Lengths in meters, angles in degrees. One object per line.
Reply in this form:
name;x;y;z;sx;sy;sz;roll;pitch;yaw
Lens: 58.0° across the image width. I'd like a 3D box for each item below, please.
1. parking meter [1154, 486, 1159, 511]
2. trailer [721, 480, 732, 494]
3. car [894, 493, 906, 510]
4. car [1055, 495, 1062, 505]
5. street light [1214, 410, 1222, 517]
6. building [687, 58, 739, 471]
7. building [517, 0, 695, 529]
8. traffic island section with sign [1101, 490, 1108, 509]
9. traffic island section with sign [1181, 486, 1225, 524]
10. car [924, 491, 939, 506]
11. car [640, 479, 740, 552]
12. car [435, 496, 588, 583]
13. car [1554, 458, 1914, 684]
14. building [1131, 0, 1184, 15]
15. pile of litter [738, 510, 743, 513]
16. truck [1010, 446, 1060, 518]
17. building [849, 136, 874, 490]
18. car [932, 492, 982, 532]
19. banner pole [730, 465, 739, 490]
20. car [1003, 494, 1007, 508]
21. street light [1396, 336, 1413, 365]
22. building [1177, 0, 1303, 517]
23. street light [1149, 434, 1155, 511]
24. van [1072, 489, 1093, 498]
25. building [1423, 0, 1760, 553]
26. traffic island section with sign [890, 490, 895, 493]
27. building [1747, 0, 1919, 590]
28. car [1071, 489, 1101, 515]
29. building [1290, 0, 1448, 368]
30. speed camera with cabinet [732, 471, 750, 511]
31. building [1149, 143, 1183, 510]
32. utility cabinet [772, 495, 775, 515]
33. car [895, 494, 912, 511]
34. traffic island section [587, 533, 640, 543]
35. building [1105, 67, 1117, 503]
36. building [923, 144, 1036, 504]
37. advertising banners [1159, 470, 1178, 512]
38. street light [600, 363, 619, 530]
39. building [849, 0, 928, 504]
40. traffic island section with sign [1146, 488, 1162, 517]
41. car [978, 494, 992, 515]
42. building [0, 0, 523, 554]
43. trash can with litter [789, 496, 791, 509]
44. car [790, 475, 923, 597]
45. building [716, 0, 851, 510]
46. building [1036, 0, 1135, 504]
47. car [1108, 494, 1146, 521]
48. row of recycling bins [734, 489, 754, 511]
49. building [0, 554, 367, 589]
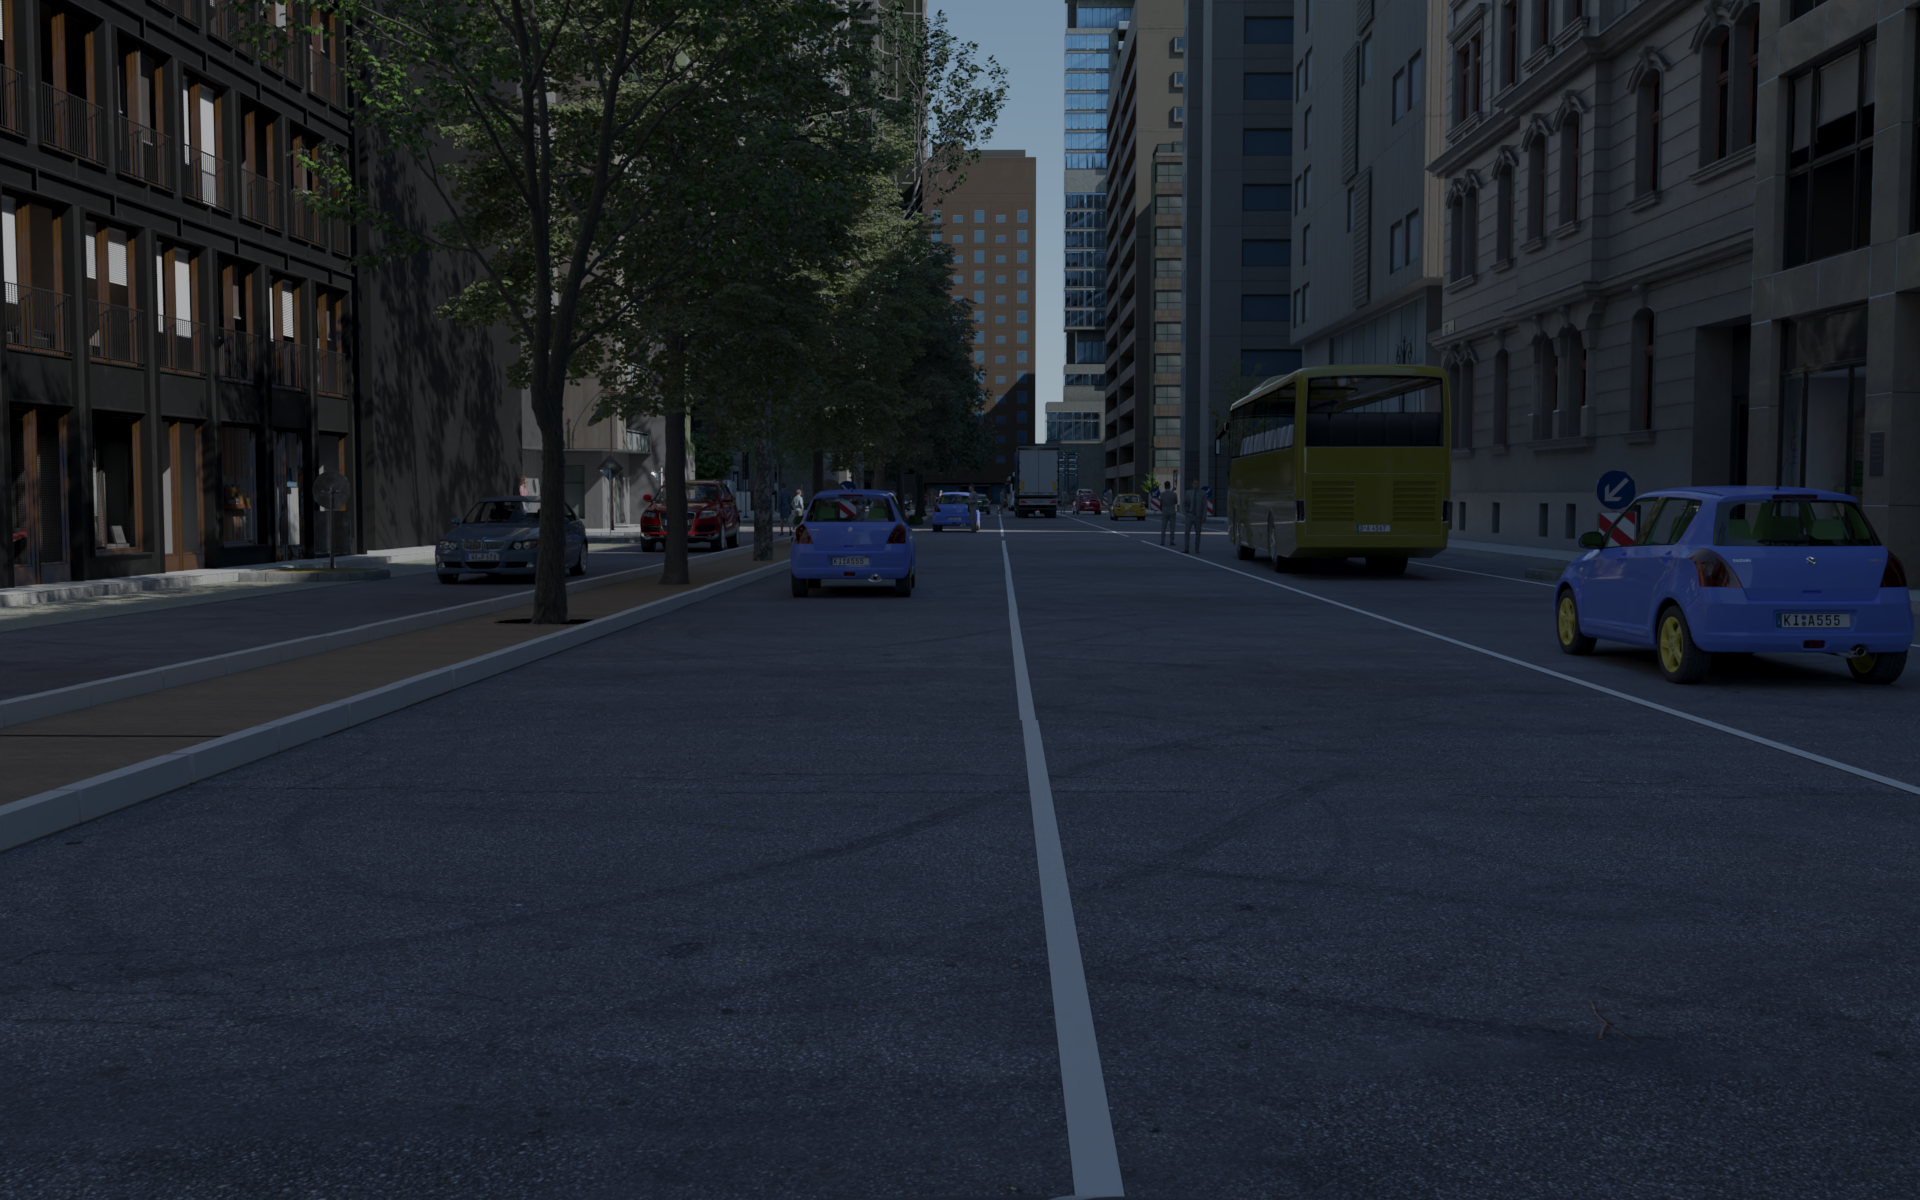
parking meter;14.646;-7.558;129.286;0.399;1.863;0.255;0;4;-4
trailer;-9.894;-3.786;68.945;1.471;1.999;3.904;0;4;3
car;-5.675;-8.904;155.163;1.945;1.707;3.694;0;4;0
car;11.580;-11.685;203.633;1.945;1.354;3.894;0;4;3
street light;14.138;-7.514;95.643;0.468;5.910;1.993;0;4;1
building;-27.987;-31.097;97.682;28.713;52.752;27.495;0;4;1
building;-18.408;-23.366;65.629;14.154;41.232;14.086;0;4;1
traffic island section with sign;13.463;-9.346;161.433;1.989;1.847;2.006;0;4;1
traffic island section with sign;11.819;-4.646;84.587;1.989;1.847;2.006;0;4;1
car;-3.346;-11.651;199.169;2.281;1.827;5.304;0;4;2
car;-6.875;-2.190;44.483;2.281;1.827;5.304;0;4;-1
car;-7.490;-1.059;29.311;2.014;1.417;4.499;0;4;0
car;6.230;-0.292;14.360;1.945;1.707;3.694;0;4;1
building;26.372;-32.970;162.759;21.300;48.544;21.600;0;4;1
pile of litter;-15.797;-6.484;119.971;1.719;0.858;1.176;3;5;39
truck;4.644;-7.238;107.252;2.839;4.237;11.283;0;4;0
building;-24.301;-33.379;200.379;28.867;44.769;22.147;0;4;1
car;-0.126;-3.487;66.603;1.945;1.707;3.694;0;4;3
banner pole;-16.992;-8.569;130.125;0.863;3.779;0.401;1;4;17
car;5.246;-10.285;177.943;2.009;1.686;4.222;0;3;0
street light;13.038;-4.783;50.991;0.468;5.910;1.993;0;4;1
building;24.509;-34.613;107.915;21.231;58.520;28.212;0;4;1
street light;14.898;-9.867;134.115;0.468;5.910;1.993;0;4;1
van;10.506;-8.509;146.134;2.013;2.044;4.112;0;4;3
building;19.893;-15.373;38.744;14.401;28.519;23.554;0;4;1
traffic island section with sign;-7.301;-11.010;188.633;1.989;1.847;2.006;0;4;1
building;21.757;-12.547;9.667;19.350;26.468;34.151;0;4;1
car;8.792;-6.803;120.276;2.155;1.783;4.494;0;4;0
building;28.982;-29.462;70.948;27.495;52.752;28.713;0;4;1
speed camera with cabinet;-16.539;-8.225;128.815;0.660;3.252;2.038;3;5;41
building;22.810;-22.866;145.562;14.160;30.474;14.107;0;4;1
utility cabinet;-11.773;-5.844;106.715;0.306;1.237;1.020;1;4;21
car;-5.075;-8.469;148.253;2.009;1.686;4.222;0;4;3
traffic island section;-10.517;-1.816;51.971;2.009;0.180;2.903;0;4;1
building;26.818;-34.288;184.315;21.300;48.544;21.600;0;4;1
building;2.572;-35.132;224.511;14.200;45.320;14.600;0;4;1
advertising banners;15.133;-7.915;125.606;0.090;3.025;2.074;-2;4;-31
street light;-12.274;-5.396;61.007;0.468;5.910;1.993;0;4;1
building;-14.855;-48.259;227.291;20.611;71.187;20.563;0;4;1
traffic island section with sign;12.402;-6.294;111.536;1.989;1.847;2.006;0;4;1
car;1.208;-6.729;121.811;2.131;1.459;4.920;0;3;0
building;-21.005;-13.158;44.813;15.834;23.373;12.332;0;4;1
trash can with litter;-12.523;-6.916;124.458;0.624;1.170;1.055;-1;4;-21
car;-1.515;-0.967;25.406;1.945;1.707;3.694;0;4;0
building;-21.121;-37.086;148.347;21.231;58.520;28.212;0;4;1
building;25.270;-55.963;227.672;31.000;86.520;22.319;0;4;1
car;9.103;-5.133;94.144;2.015;1.641;3.980;0;4;1
row of recycling bins;-16.409;-7.659;132.342;3.534;1.692;1.069;-3;5;-39
building;-18.876;-12.145;28.241;12.332;23.373;15.834;0;4;1
